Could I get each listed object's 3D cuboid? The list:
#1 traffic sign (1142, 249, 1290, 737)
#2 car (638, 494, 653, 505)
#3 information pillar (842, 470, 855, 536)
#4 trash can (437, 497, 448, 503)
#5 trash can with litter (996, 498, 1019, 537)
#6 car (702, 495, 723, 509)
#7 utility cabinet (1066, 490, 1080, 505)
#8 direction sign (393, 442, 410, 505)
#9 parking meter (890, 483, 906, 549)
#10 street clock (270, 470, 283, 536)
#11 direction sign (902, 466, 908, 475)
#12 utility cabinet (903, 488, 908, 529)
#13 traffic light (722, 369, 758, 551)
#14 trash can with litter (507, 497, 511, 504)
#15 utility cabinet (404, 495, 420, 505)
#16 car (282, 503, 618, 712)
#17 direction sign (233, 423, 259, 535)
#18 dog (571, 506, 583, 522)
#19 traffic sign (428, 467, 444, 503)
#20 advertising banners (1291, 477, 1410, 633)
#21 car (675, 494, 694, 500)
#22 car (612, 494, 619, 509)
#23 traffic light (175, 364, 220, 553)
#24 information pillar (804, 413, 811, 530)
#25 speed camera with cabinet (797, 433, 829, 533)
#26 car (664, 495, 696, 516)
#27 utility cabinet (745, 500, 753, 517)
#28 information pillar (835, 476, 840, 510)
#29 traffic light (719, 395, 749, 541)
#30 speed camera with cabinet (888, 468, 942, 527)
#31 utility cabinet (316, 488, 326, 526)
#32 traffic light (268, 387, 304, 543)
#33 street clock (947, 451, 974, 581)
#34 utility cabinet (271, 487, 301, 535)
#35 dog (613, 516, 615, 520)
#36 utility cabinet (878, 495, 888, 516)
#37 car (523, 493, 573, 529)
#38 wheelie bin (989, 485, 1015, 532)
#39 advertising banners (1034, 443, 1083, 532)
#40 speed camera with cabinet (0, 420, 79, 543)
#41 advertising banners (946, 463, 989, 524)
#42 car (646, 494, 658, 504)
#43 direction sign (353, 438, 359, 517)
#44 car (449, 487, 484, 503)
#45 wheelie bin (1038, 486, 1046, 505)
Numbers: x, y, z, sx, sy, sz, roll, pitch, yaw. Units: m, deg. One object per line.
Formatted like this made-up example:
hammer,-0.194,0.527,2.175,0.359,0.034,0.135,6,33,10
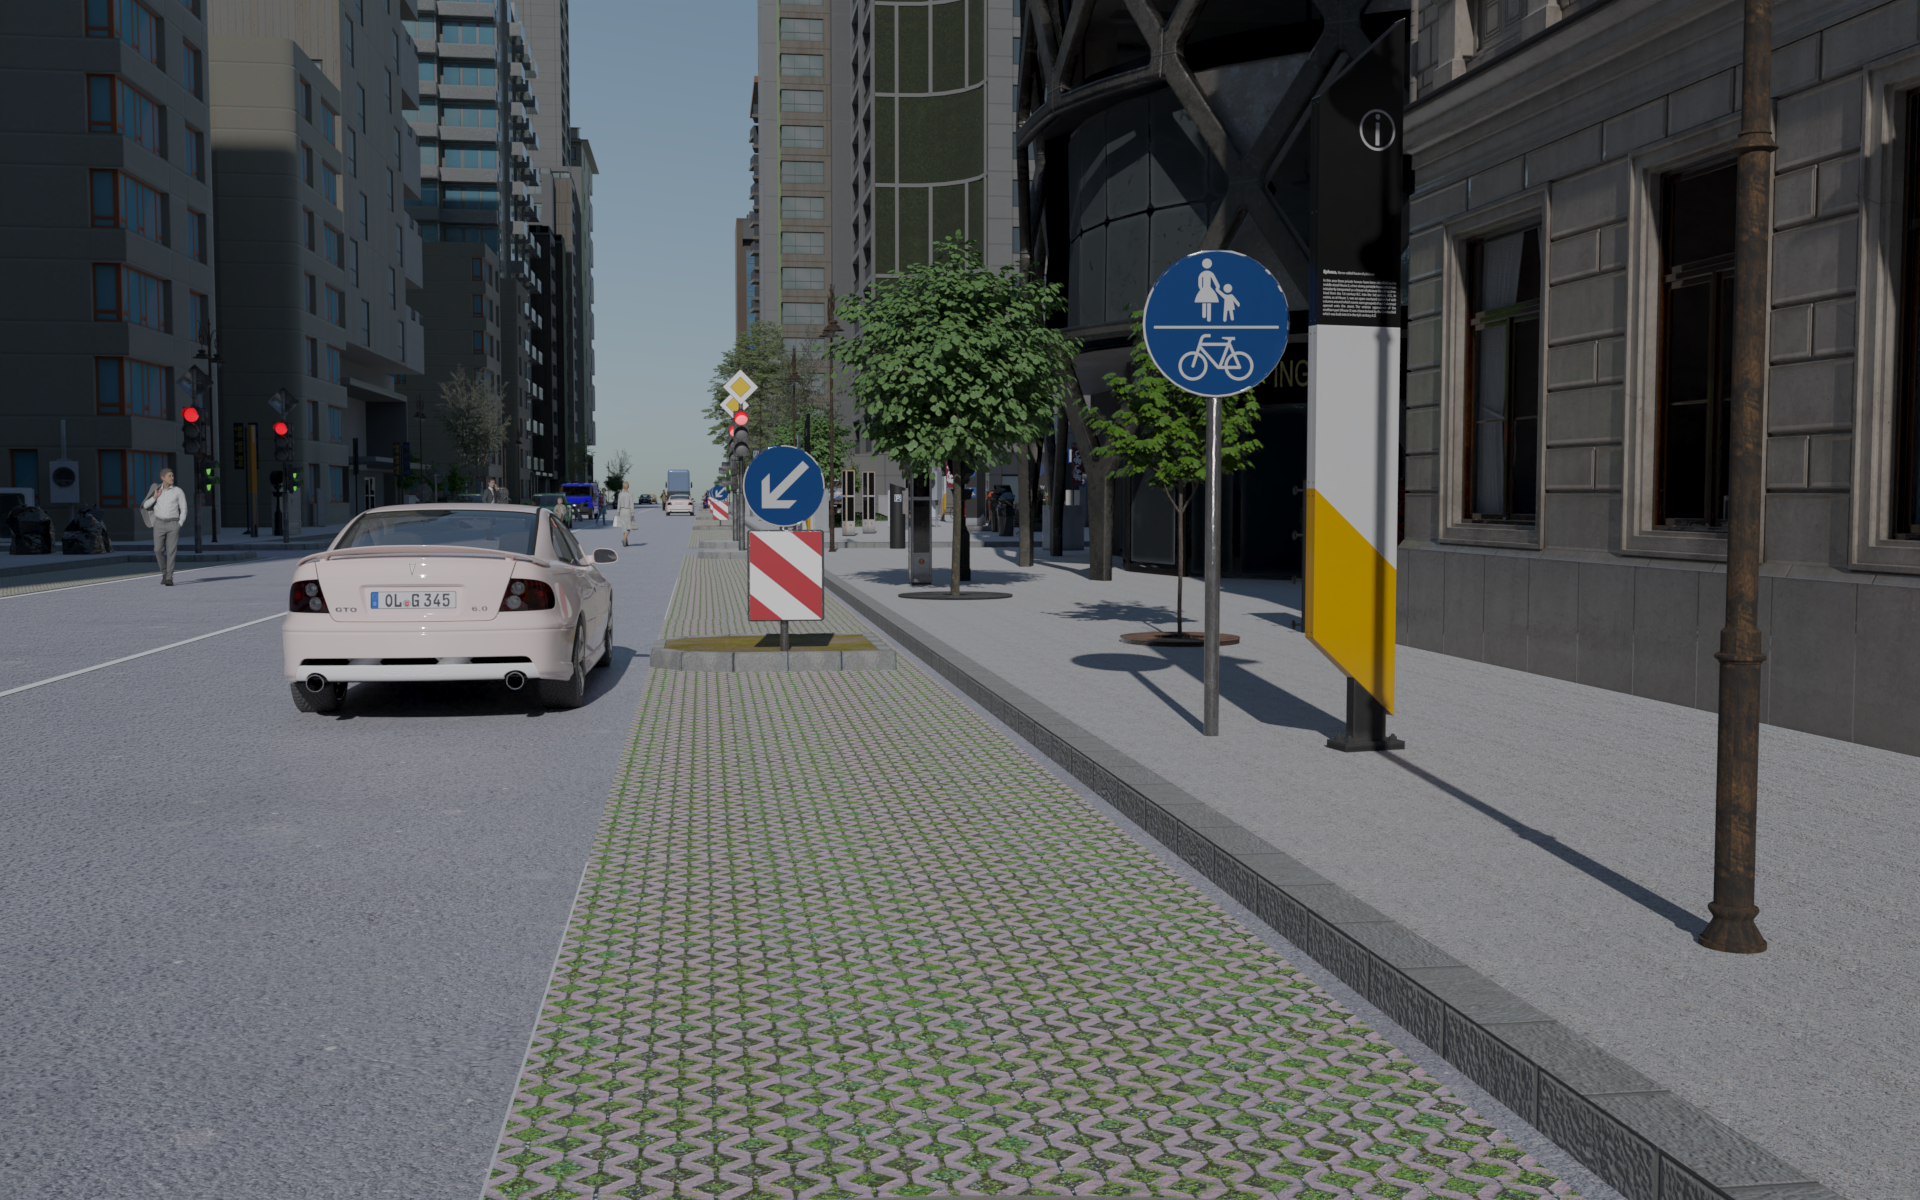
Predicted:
traffic sign,1.335,-0.551,9.123,0.768,2.556,0.104,0,4,0
car,-43.428,-14.021,239.035,2.009,1.686,4.222,0,4,-7
information pillar,-3.396,-2.949,52.709,0.304,2.012,0.304,-2,4,-30
trash can,-29.220,-5.259,97.642,0.748,1.137,0.748,0,3,0
trash can with litter,1.630,-2.512,52.459,1.055,1.170,0.624,0,4,-4
car,-22.501,-8.860,157.439,1.945,1.354,3.894,0,4,-8
utility cabinet,6.537,-5.402,97.001,1.173,1.500,0.318,1,4,13
direction sign,-24.378,-5.118,75.673,0.876,3.537,0.379,1,4,20
parking meter,-1.464,-1.971,40.629,0.372,1.533,0.369,0,3,0
street clock,-20.837,-2.957,52.921,0.358,2.002,0.471,1,4,13
direction sign,-2.684,-5.699,85.183,0.379,3.537,0.876,1,4,21
utility cabinet,-1.802,-3.294,62.536,0.318,1.500,1.173,-1,4,-15
traffic light,-4.968,-3.074,39.173,0.839,4.253,0.868,-1,4,-8
trash can with litter,-31.032,-6.610,119.462,1.055,1.170,0.624,0,4,8
utility cabinet,-27.403,-4.615,86.621,0.306,1.237,1.020,1,4,13
car,-3.628,-0.030,12.845,2.083,1.381,4.827,0,4,-7
direction sign,-22.631,-3.852,54.975,0.876,3.537,0.379,1,4,14
dog,-19.832,-4.481,90.098,0.513,0.831,0.800,-3,5,-43
traffic sign,-24.926,-5.033,82.397,0.768,2.556,0.104,0,4,-7
advertising banners,4.077,-1.220,16.135,2.074,3.025,0.090,-1,4,-14
car,-24.515,-8.605,152.487,2.131,1.459,4.920,0,4,-7
car,-31.921,-9.428,163.929,2.009,1.686,4.222,0,4,-7
traffic light,-16.501,-2.969,37.457,0.839,4.253,0.868,-1,4,-8
information pillar,-4.419,-3.598,50.186,0.183,3.616,0.504,-1,4,-16
speed camera with cabinet,-5.076,-3.826,56.895,0.660,3.252,2.038,2,4,27
car,-18.560,-6.265,114.787,2.083,1.381,4.827,-1,4,-9
utility cabinet,-11.954,-5.312,98.014,0.306,1.237,1.020,0,4,2
information pillar,-6.134,-5.765,85.618,0.504,3.616,0.183,3,5,44
traffic light,-6.136,-3.557,47.072,0.839,4.253,0.868,-1,4,-8
speed camera with cabinet,-1.739,-4.416,66.545,2.038,3.252,0.660,1,4,20
utility cabinet,-25.076,-3.629,68.008,0.318,1.500,1.173,-1,4,-22
traffic light,-17.670,-3.452,45.357,0.839,4.253,0.868,-1,4,-8
street clock,0.033,-1.282,25.531,0.358,2.002,0.471,-2,4,-34
utility cabinet,-20.924,-2.761,53.825,0.318,1.500,1.173,1,4,9
dog,-16.222,-3.793,82.205,0.748,0.427,0.550,-2,4,-34
utility cabinet,-4.005,-5.117,94.817,1.020,1.237,0.306,3,5,42
car,-16.955,-3.830,71.417,1.959,1.807,4.718,-1,4,-10
wheelie bin,1.428,-3.079,58.252,0.980,1.594,0.693,2,4,32
advertising banners,3.296,-3.833,58.854,2.074,3.025,0.090,-1,4,-15
speed camera with cabinet,-24.414,-3.143,45.723,2.038,3.252,0.660,-2,4,-25
advertising banners,0.326,-4.837,75.270,2.074,3.025,0.090,0,4,4
car,-47.070,-15.532,264.174,2.015,1.641,3.980,0,4,-7
direction sign,-24.384,-4.768,69.949,0.379,3.537,0.876,-2,4,-31
car,-22.600,-4.375,80.329,1.959,1.807,4.718,0,4,-8
wheelie bin,2.950,-3.770,69.547,0.980,1.594,0.693,-2,4,-35
